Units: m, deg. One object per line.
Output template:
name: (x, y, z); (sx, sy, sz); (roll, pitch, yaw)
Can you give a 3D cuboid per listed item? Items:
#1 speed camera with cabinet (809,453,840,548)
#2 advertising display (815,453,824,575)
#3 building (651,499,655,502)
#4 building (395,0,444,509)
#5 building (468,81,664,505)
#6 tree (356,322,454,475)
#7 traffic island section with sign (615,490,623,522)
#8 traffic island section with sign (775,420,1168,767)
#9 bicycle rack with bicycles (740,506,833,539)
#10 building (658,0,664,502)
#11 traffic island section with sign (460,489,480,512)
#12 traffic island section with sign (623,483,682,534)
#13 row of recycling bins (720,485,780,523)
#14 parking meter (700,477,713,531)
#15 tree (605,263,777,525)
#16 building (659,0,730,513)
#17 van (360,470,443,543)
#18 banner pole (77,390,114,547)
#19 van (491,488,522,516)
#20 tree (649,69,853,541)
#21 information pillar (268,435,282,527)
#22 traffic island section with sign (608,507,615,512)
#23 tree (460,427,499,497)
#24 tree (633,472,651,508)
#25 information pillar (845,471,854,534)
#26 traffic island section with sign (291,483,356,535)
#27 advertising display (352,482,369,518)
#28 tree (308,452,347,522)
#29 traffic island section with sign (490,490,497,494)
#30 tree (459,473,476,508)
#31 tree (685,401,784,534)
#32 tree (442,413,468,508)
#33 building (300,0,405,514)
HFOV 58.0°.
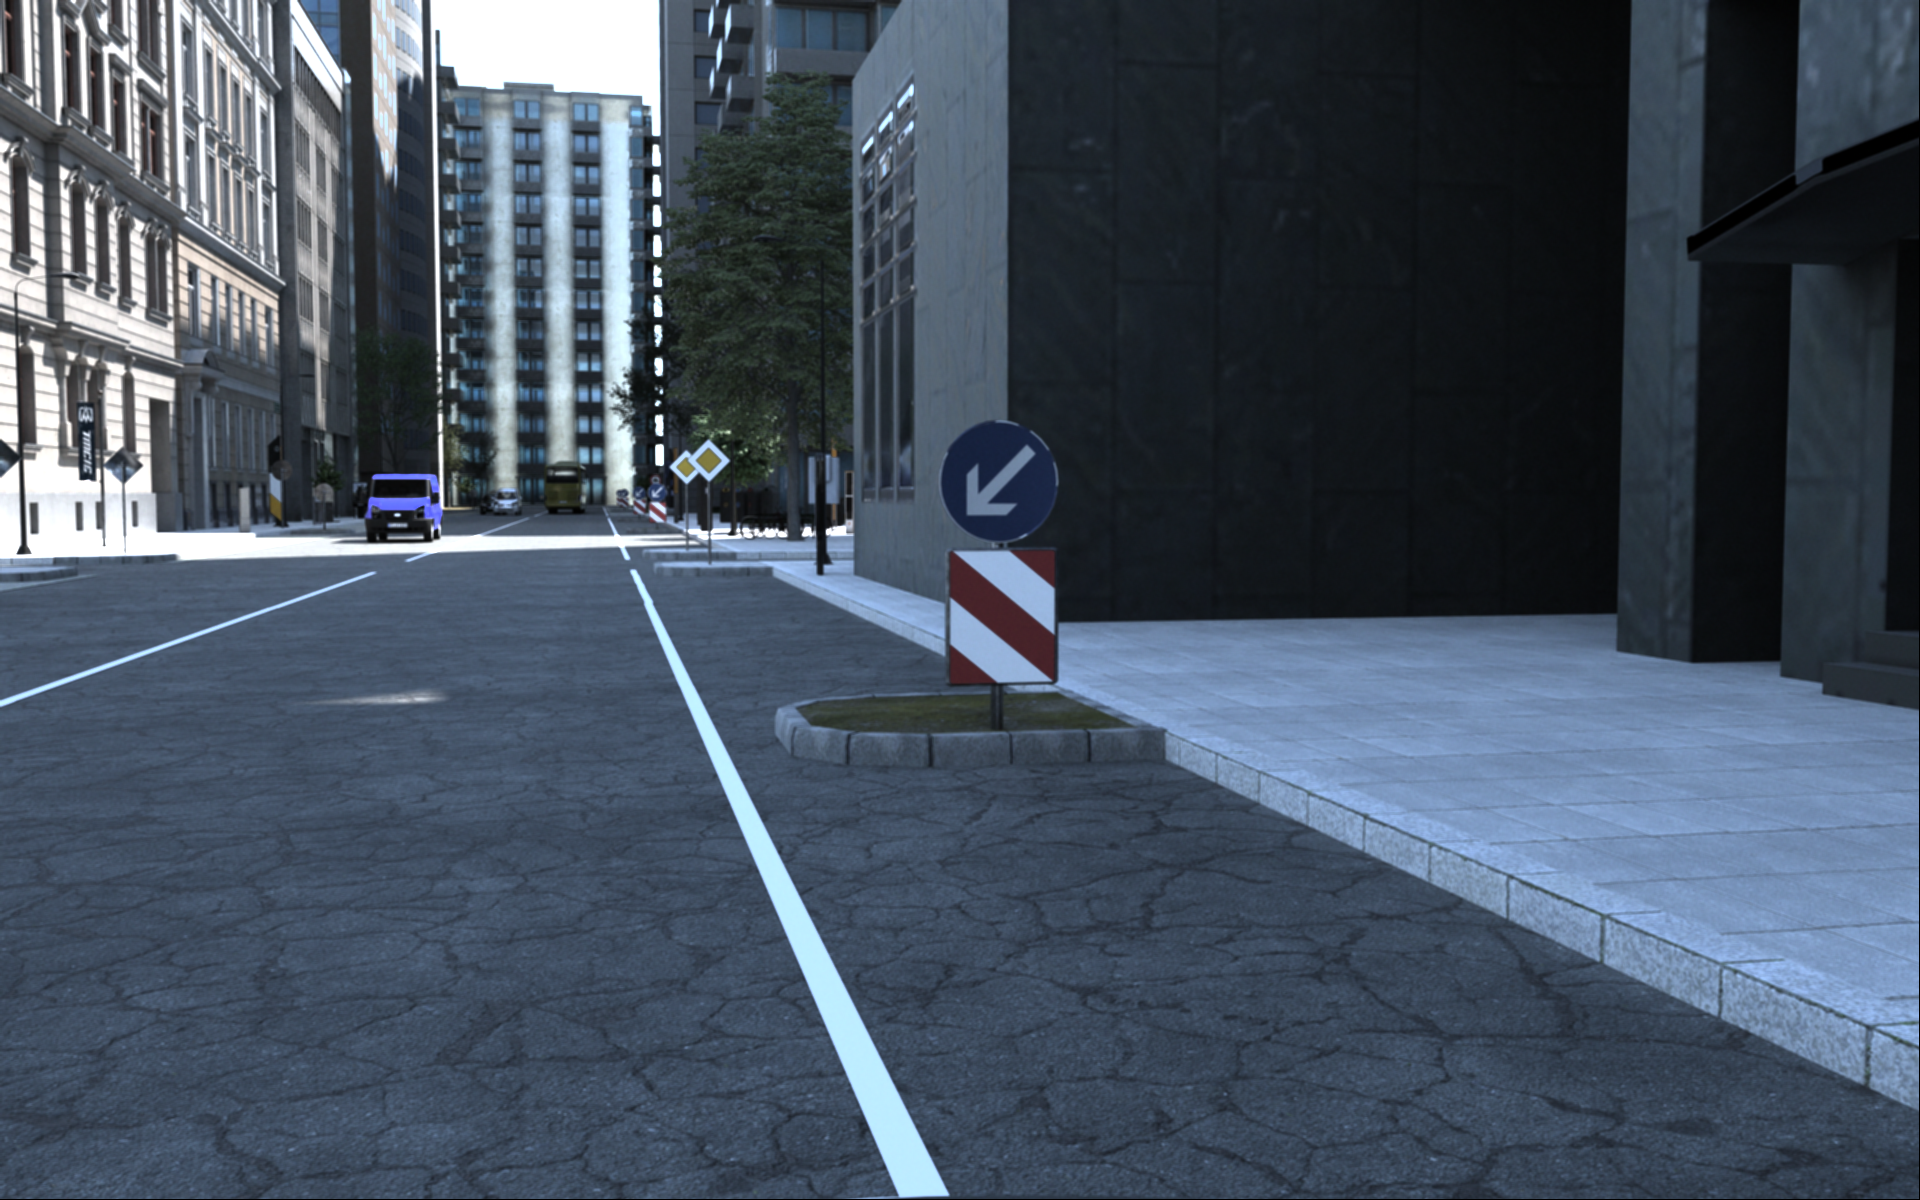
speed camera with cabinet: (-2.523, -2.847, 40.880); (2.038, 3.252, 0.660); (0, 4, 3)
advertising display: (-2.244, -1.375, 27.702); (0.123, 1.923, 0.974); (0, 4, -6)
building: (-15.430, -29.728, 177.933); (32.217, 40.220, 23.993); (-1, 4, -12)
building: (-52.667, -36.226, 134.288); (21.231, 58.520, 28.212); (-1, 4, -12)
building: (-50.475, -35.755, 204.205); (30.456, 49.044, 23.786); (-1, 4, -12)
tree: (-34.487, -10.995, 105.517); (9.928, 11.665, 9.643); (0, 3, 0)
traffic island section with sign: (-16.745, -4.965, 89.801); (1.989, 1.847, 2.006); (-1, 4, -12)
traffic island section with sign: (-0.045, -0.089, 10.083); (1.989, 1.847, 2.006); (-1, 4, -12)
bicycle rack with bicycles: (-5.139, -2.264, 50.407); (2.925, 0.926, 2.852); (-1, 4, -17)
building: (-25.255, -47.059, 207.663); (20.611, 71.187, 20.563); (-1, 4, -12)
traffic island section with sign: (-38.457, -7.854, 137.047); (1.989, 1.847, 2.006); (-1, 4, -12)
traffic island section with sign: (-11.214, -3.351, 63.417); (1.989, 1.847, 2.006); (-1, 4, -12)
row of recycling bins: (-9.373, -4.288, 77.220); (3.534, 1.692, 1.069); (3, 5, 40)
parking meter: (-8.705, -3.292, 59.538); (0.399, 1.863, 0.255); (-2, 4, -32)
tree: (-10.966, -8.340, 70.777); (7.601, 10.594, 8.767); (-3, 4, -37)
building: (-11.872, -35.963, 130.001); (21.231, 58.520, 28.212); (-1, 4, -12)
van: (-17.001, -2.974, 53.015); (2.240, 2.365, 5.245); (-1, 4, -13)
banner pole: (-20.845, -3.159, 41.667); (0.401, 3.779, 0.863); (2, 4, 26)
van: (-30.441, -6.697, 116.501); (2.013, 2.044, 4.112); (-1, 4, -11)
tree: (-4.573, -7.856, 46.579); (7.486, 12.596, 7.792); (0, 3, 0)
information pillar: (-27.047, -4.714, 68.432); (0.183, 3.616, 0.504); (3, 5, 40)
traffic island section with sign: (-27.035, -7.970, 138.940); (1.989, 1.847, 2.006); (-1, 4, -12)
tree: (-51.490, -14.415, 186.047); (4.360, 8.622, 3.978); (0, 3, 0)
tree: (-30.043, -10.269, 162.502); (1.663, 3.219, 1.824); (0, 3, 0)
information pillar: (-3.496, -3.133, 55.713); (0.304, 2.012, 0.304); (2, 4, 24)
traffic island section with sign: (-22.711, -3.255, 61.852); (1.989, 1.847, 2.006); (-1, 4, -12)
advertising display: (-31.496, -5.250, 91.053); (0.974, 1.923, 0.123); (1, 4, 17)
tree: (-28.875, -5.146, 78.744); (1.663, 3.219, 1.824); (0, 3, 0)
traffic island section with sign: (-44.152, -9.516, 164.212); (1.989, 1.847, 2.006); (-1, 4, -12)
tree: (-45.985, -10.223, 161.743); (1.663, 3.219, 1.824); (0, 3, 0)
tree: (-7.248, -4.441, 56.330); (4.285, 4.588, 4.351); (0, 3, 0)
tree: (-45.987, -12.539, 155.370); (4.737, 8.622, 4.395); (0, 3, 0)
building: (-45.112, -28.407, 114.566); (14.600, 45.320, 14.200); (-1, 4, -12)
